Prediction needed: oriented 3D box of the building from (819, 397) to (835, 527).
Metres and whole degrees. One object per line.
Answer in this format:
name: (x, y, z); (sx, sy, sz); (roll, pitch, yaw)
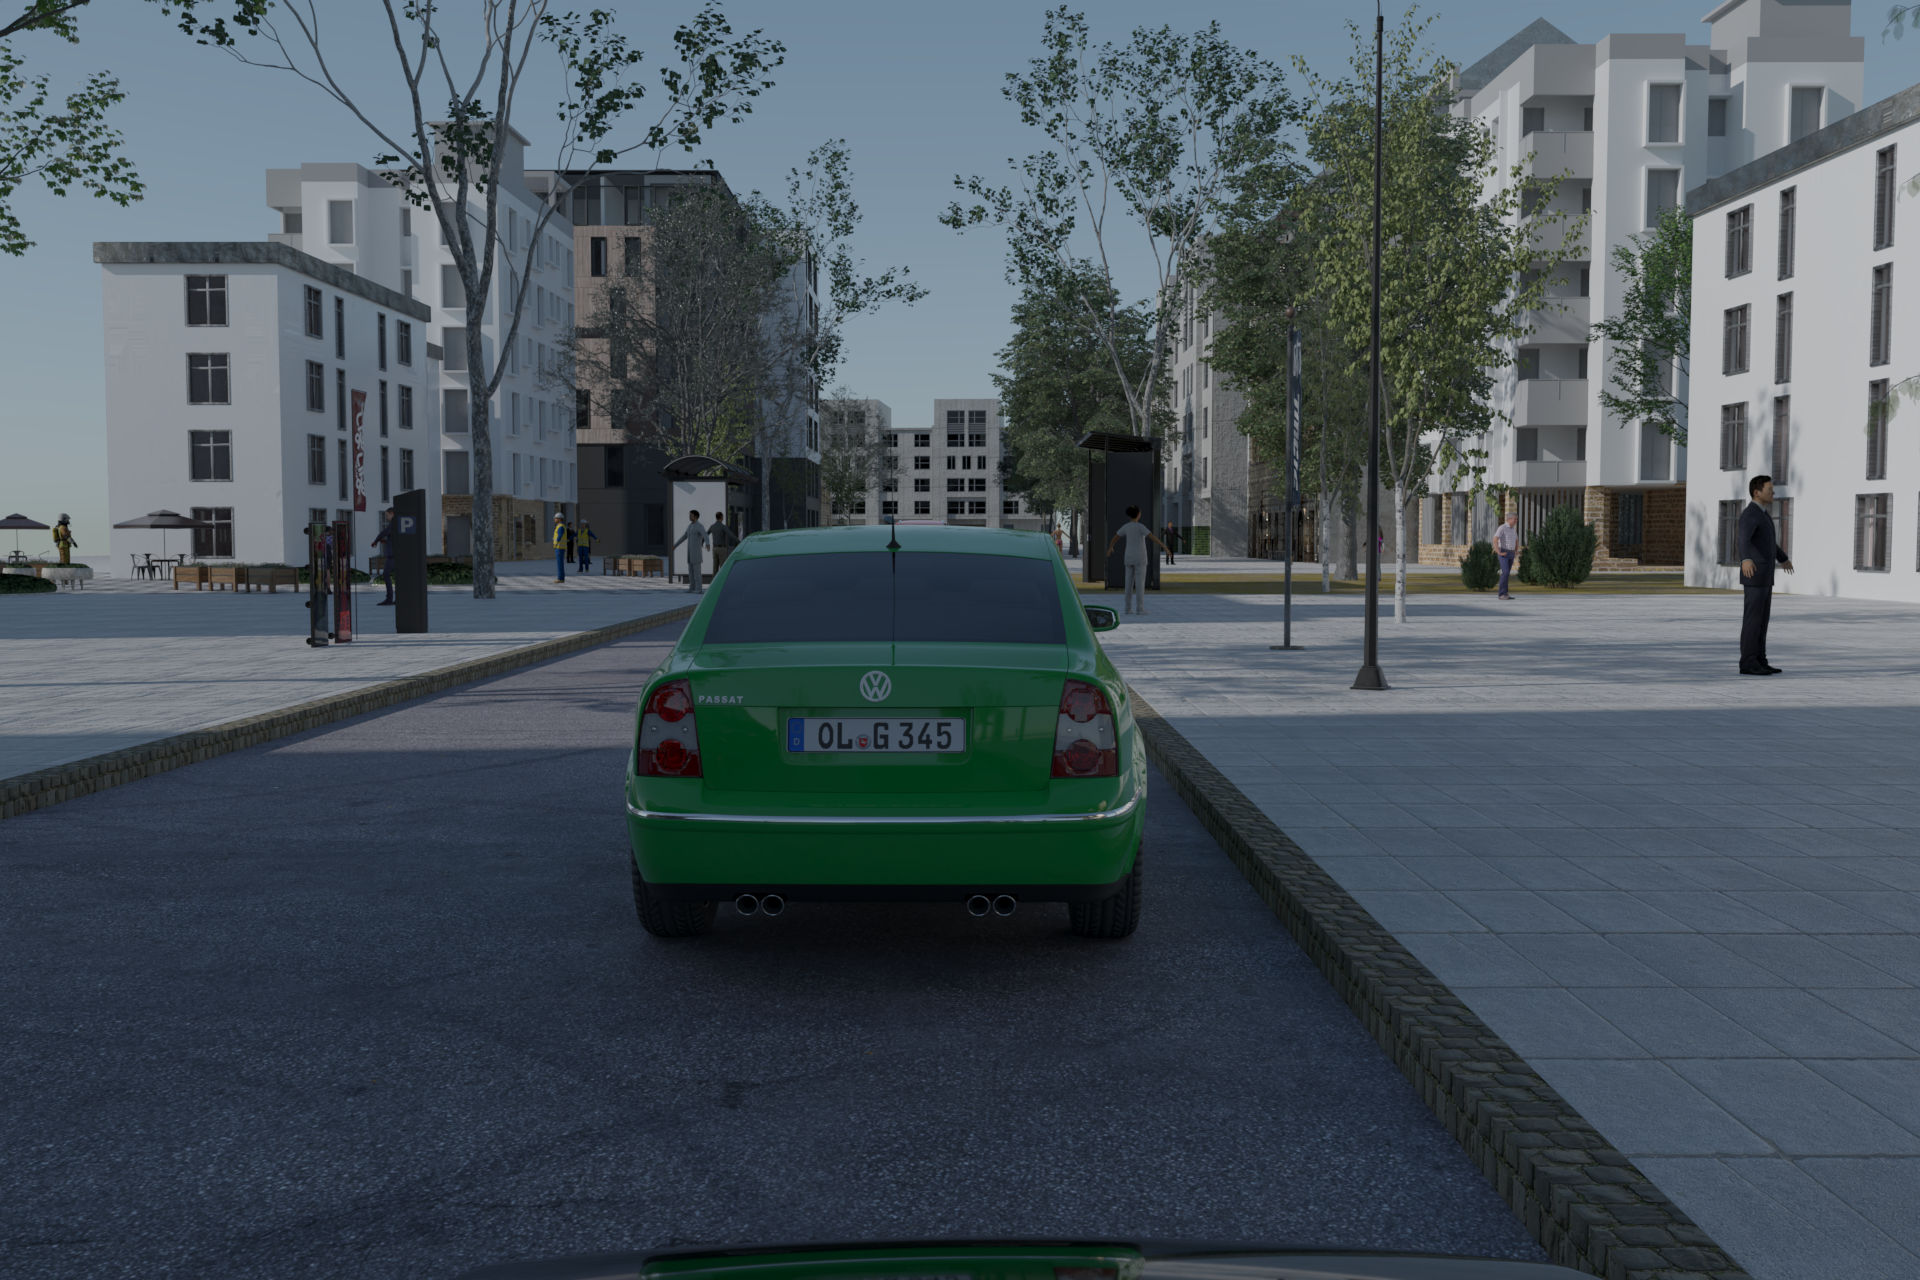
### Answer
building: (-25.103, -22.716, 202.326); (19.493, 23.208, 18.063); (0, 4, 1)

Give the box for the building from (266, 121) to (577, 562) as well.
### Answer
building: (-25.779, -13.725, 80.817); (16.016, 20.090, 11.380); (0, 4, 0)

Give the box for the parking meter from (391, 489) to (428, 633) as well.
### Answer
parking meter: (-7.125, -1.021, 22.413); (0.399, 1.863, 0.255); (0, 3, 0)

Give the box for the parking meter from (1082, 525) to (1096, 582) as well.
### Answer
parking meter: (3.447, -2.303, 46.065); (0.372, 1.533, 0.369); (0, 3, 0)

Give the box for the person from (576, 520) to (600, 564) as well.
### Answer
person: (-15.846, -4.146, 73.564); (0.705, 1.856, 1.354); (2, 4, 33)

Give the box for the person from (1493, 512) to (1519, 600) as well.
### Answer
person: (10.759, -1.647, 33.916); (0.756, 1.711, 0.436); (-2, 4, -29)

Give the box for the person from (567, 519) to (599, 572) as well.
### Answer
person: (-12.630, -3.149, 57.951); (1.216, 1.772, 0.721); (1, 4, 11)

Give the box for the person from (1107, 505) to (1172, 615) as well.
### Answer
person: (2.851, -1.282, 27.736); (1.217, 1.739, 0.721); (3, 5, 40)

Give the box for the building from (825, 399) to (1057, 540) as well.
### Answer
building: (-2.807, -22.280, 233.184); (31.486, 18.905, 16.747); (0, 4, 4)

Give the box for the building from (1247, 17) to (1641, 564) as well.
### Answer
building: (24.683, -15.433, 83.257); (19.493, 23.208, 18.063); (0, 3, 0)

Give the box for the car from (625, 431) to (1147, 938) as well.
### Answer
car: (-0.232, 0.078, 7.526); (1.959, 1.807, 4.718); (0, 4, 1)

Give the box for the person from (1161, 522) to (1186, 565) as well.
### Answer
person: (8.774, -4.032, 72.151); (1.346, 1.802, 0.704); (-2, 4, -24)

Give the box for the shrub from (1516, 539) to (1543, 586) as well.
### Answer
shrub: (14.282, -1.952, 43.026); (1.383, 1.207, 1.383); (0, 3, 0)

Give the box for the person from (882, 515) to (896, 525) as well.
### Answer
person: (-1.501, -1.662, 35.765); (0.704, 1.817, 1.347); (1, 4, 12)

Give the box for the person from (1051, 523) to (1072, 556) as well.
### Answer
person: (4.162, -4.065, 73.268); (1.217, 1.733, 0.721); (-1, 4, -12)

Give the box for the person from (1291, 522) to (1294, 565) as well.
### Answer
person: (13.716, -4.036, 72.123); (0.704, 1.812, 1.346); (1, 4, 16)

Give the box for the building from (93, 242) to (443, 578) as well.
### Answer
building: (-24.015, -7.449, 63.935); (9.099, 9.664, 28.070); (0, 4, 0)

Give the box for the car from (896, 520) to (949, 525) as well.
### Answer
car: (-1.036, -2.390, 47.744); (2.281, 1.827, 5.304); (0, 4, 0)

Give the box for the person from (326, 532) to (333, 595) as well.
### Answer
person: (-13.360, -1.674, 36.652); (0.421, 1.427, 0.697); (1, 4, 13)

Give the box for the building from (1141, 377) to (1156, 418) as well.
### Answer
building: (27.144, -20.169, 160.691); (19.493, 23.208, 18.063); (0, 3, 0)

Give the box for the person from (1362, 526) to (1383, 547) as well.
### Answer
person: (12.157, -2.731, 50.787); (0.705, 1.813, 1.348); (2, 4, 34)

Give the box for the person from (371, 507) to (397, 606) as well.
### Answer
person: (-10.329, -1.514, 31.244); (0.568, 1.767, 0.683); (0, 4, 1)

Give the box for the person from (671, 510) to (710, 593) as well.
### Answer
person: (-5.775, -1.916, 37.514); (0.705, 1.806, 1.347); (-3, 5, -44)

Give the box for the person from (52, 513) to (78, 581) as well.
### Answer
person: (-24.709, -2.573, 47.835); (0.705, 1.858, 1.354); (-3, 5, -44)

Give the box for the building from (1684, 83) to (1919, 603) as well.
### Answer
building: (22.337, -5.298, 28.774); (9.099, 9.664, 28.070); (0, 3, 0)

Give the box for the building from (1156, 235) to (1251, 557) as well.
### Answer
building: (22.488, -14.963, 111.110); (16.747, 18.905, 31.486); (0, 4, 1)

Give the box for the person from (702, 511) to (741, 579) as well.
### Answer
person: (-5.479, -2.040, 39.618); (1.348, 1.796, 0.705); (2, 4, 31)

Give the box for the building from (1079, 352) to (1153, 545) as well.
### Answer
building: (23.917, -22.730, 202.564); (19.493, 23.208, 18.063); (0, 4, 0)

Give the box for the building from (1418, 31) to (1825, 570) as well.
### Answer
building: (24.479, -13.154, 71.492); (16.016, 20.090, 11.380); (0, 4, 0)

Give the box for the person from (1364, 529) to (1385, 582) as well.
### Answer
person: (11.234, -2.301, 46.891); (0.599, 1.433, 0.991); (-1, 4, -19)

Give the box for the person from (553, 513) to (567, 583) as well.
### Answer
person: (-10.486, -2.403, 45.258); (0.705, 1.833, 1.349); (-1, 4, -11)

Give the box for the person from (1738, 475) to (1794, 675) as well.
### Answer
person: (7.334, -0.600, 15.853); (0.704, 1.823, 1.345); (3, 5, 40)

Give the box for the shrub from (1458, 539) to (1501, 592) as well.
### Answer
shrub: (11.649, -1.687, 38.700); (1.383, 1.207, 1.383); (0, 3, 0)

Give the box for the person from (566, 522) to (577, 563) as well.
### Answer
person: (-17.121, -4.281, 76.174); (0.705, 1.806, 1.347); (2, 4, 30)

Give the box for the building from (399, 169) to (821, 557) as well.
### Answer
building: (-24.240, -16.498, 113.724); (27.936, 21.610, 32.646); (0, 4, 0)
